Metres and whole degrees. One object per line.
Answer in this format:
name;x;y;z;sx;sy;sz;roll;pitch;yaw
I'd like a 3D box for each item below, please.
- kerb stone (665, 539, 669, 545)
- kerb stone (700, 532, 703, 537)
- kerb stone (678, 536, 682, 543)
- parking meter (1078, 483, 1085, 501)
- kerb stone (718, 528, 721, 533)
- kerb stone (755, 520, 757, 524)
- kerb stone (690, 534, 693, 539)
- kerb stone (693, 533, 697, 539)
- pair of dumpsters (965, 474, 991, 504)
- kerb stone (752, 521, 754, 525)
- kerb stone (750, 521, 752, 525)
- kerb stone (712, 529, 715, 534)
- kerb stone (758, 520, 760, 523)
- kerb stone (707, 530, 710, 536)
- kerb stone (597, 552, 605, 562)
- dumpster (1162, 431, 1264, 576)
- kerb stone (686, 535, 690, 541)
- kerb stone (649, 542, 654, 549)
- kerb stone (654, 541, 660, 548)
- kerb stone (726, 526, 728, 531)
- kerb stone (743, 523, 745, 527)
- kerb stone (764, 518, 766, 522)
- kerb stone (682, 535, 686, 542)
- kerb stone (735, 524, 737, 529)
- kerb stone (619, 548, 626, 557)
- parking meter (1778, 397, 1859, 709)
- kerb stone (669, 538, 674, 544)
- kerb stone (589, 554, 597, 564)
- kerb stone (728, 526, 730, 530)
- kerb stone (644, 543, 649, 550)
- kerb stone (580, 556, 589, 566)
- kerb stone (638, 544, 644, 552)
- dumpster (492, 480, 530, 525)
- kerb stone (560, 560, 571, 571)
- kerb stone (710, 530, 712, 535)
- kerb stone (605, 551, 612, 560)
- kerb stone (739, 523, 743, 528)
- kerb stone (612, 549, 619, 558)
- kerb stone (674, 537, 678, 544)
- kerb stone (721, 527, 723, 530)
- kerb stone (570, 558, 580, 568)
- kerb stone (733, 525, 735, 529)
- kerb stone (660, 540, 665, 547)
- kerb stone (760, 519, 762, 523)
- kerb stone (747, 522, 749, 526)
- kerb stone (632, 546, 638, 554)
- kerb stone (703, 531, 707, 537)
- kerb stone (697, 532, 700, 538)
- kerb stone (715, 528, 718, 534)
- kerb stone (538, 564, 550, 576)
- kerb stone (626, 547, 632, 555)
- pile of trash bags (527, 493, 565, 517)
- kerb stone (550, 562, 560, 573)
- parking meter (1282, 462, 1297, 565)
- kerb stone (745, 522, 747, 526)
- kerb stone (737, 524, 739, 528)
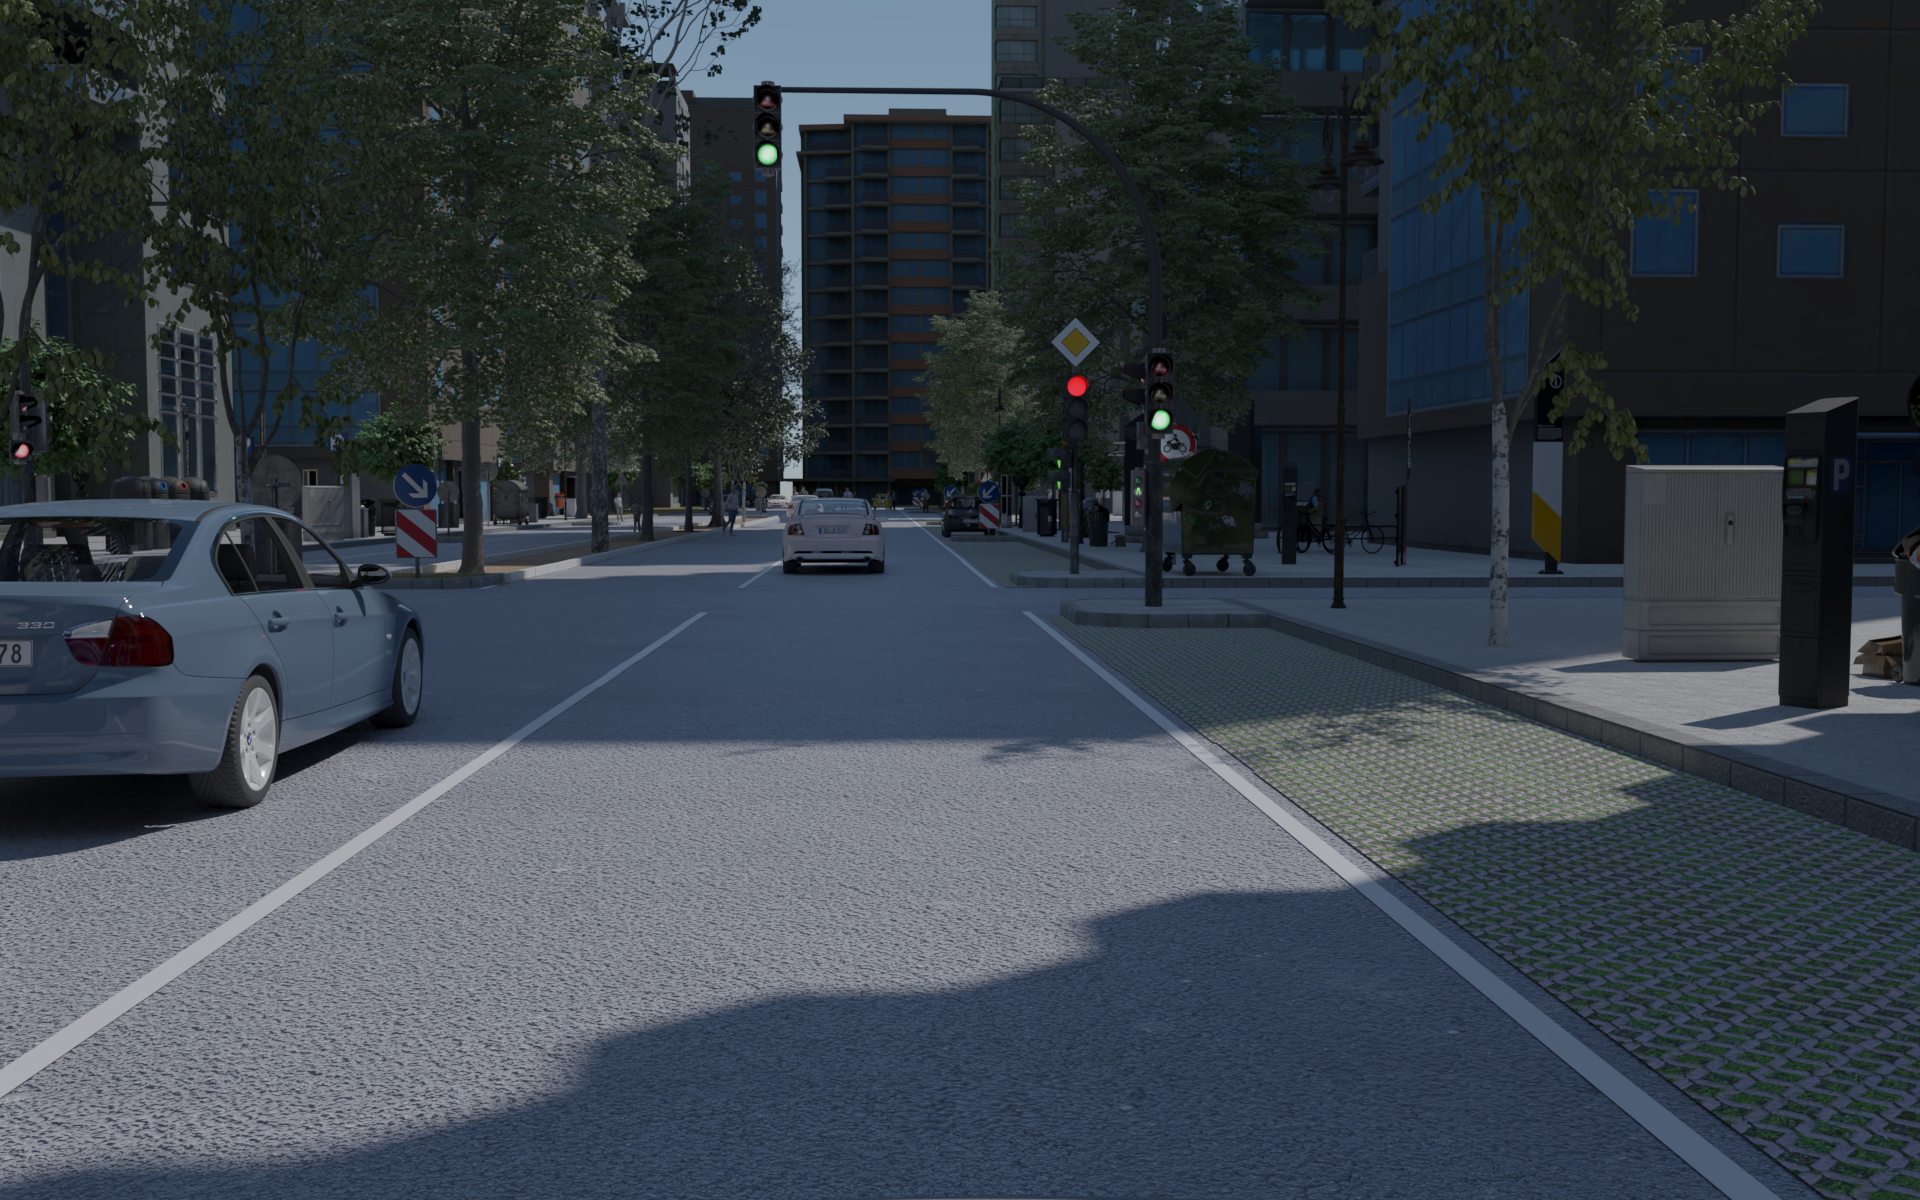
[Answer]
kerb stone;-8.226;-1.561;47.855;0.120;0.150;1.000;0;4;-3
kerb stone;-8.648;-2.130;57.071;0.120;0.150;1.000;0;4;-3
kerb stone;-8.369;-1.754;50.924;0.120;0.150;1.000;0;4;-3
parking meter;5.363;-4.379;77.301;0.399;1.863;0.255;3;5;43
kerb stone;-8.934;-2.508;63.216;0.120;0.150;1.000;0;4;-3
kerb stone;-9.792;-3.634;81.636;0.120;0.150;1.000;0;4;-3
kerb stone;-8.521;-1.945;53.992;0.120;0.150;1.000;0;4;-3
kerb stone;-8.557;-1.998;55.023;0.120;0.150;1.000;0;4;-3
pair of dumpsters;1.164;-5.228;87.967;1.574;2.255;4.437;0;4;-3
kerb stone;-9.690;-3.510;79.583;0.120;0.150;1.000;0;4;-3
kerb stone;-9.644;-3.446;78.562;0.120;0.150;1.000;0;4;-3
kerb stone;-8.840;-2.379;61.171;0.120;0.150;1.000;0;4;-3
kerb stone;-9.883;-3.761;83.681;0.120;0.150;1.000;0;4;-3
kerb stone;-8.734;-2.258;59.119;0.120;0.150;1.000;0;4;-3
kerb stone;-7.703;-0.882;36.621;0.120;0.150;1.000;0;4;-3
dumpster;3.946;-1.543;27.719;1.502;2.255;1.985;0;4;-3
kerb stone;-8.461;-1.882;52.968;0.120;0.150;1.000;0;4;-3
kerb stone;-8.093;-1.382;44.790;0.120;0.150;1.000;0;4;-3
kerb stone;-8.135;-1.442;45.811;0.120;0.150;1.000;0;4;-3
kerb stone;-9.088;-2.697;66.283;0.120;0.150;1.000;0;4;-3
kerb stone;-9.452;-3.198;74.475;0.120;0.150;1.000;0;4;-3
kerb stone;-10.068;-4.011;87.773;0.120;0.150;1.000;0;4;-3
kerb stone;-8.412;-1.815;51.946;0.120;0.150;1.000;0;4;-3
kerb stone;-9.268;-2.947;70.377;0.120;0.150;1.000;0;4;-3
kerb stone;-7.840;-1.070;39.685;0.120;0.150;1.000;0;4;-3
parking meter;5.167;-0.289;10.438;0.399;1.863;0.255;-2;4;-31
kerb stone;-8.271;-1.631;48.876;0.120;0.150;1.000;0;4;-3
kerb stone;-7.661;-0.820;35.599;0.120;0.150;1.000;0;4;-3
kerb stone;-9.129;-2.759;67.309;0.120;0.150;1.000;0;4;-3
kerb stone;-8.044;-1.311;43.769;0.120;0.150;1.000;0;4;-3
kerb stone;-7.608;-0.757;34.579;0.120;0.150;1.000;0;4;-3
kerb stone;-7.988;-1.252;42.748;0.120;0.150;1.000;0;4;-3
dumpster;-18.569;-4.024;71.555;1.264;1.857;1.865;0;4;-3
kerb stone;-7.514;-0.628;32.529;0.120;0.150;1.000;0;4;-3
kerb stone;-8.794;-2.321;60.140;0.120;0.150;1.000;0;4;-3
kerb stone;-7.757;-0.945;37.642;0.120;0.150;1.000;0;4;-3
kerb stone;-9.411;-3.135;73.451;0.120;0.150;1.000;0;4;-3
kerb stone;-7.801;-1.006;38.663;0.120;0.150;1.000;0;4;-3
kerb stone;-8.320;-1.695;49.903;0.120;0.150;1.000;0;4;-3
kerb stone;-8.984;-2.570;64.242;0.120;0.150;1.000;0;4;-3
kerb stone;-7.570;-0.693;33.557;0.120;0.150;1.000;0;4;-3
kerb stone;-9.220;-2.884;69.356;0.120;0.150;1.000;0;4;-3
kerb stone;-8.172;-1.507;46.834;0.120;0.150;1.000;0;4;-3
kerb stone;-9.924;-3.823;84.702;0.120;0.150;1.000;0;4;-3
kerb stone;-9.539;-3.318;76.518;0.120;0.150;1.000;0;4;-3
kerb stone;-7.944;-1.194;41.726;0.120;0.150;1.000;0;4;-3
kerb stone;-8.693;-2.196;58.094;0.120;0.150;1.000;0;4;-3
kerb stone;-8.607;-2.070;56.048;0.120;0.150;1.000;0;4;-3
kerb stone;-8.881;-2.446;62.193;0.120;0.150;1.000;0;4;-3
kerb stone;-7.424;-0.505;30.473;0.120;0.150;1.000;0;4;-3
kerb stone;-7.892;-1.129;40.706;0.120;0.150;1.000;0;4;-3
pile of trash bags;-24.075;-5.497;99.620;1.912;1.369;3.447;2;4;31
kerb stone;-7.471;-0.567;31.496;0.120;0.150;1.000;0;4;-3
parking meter;6.007;-1.582;31.577;0.255;1.863;0.399;1;4;9
kerb stone;-9.503;-3.257;75.496;0.120;0.150;1.000;0;4;-3
kerb stone;-9.307;-3.010;71.404;0.120;0.150;1.000;0;4;-3
